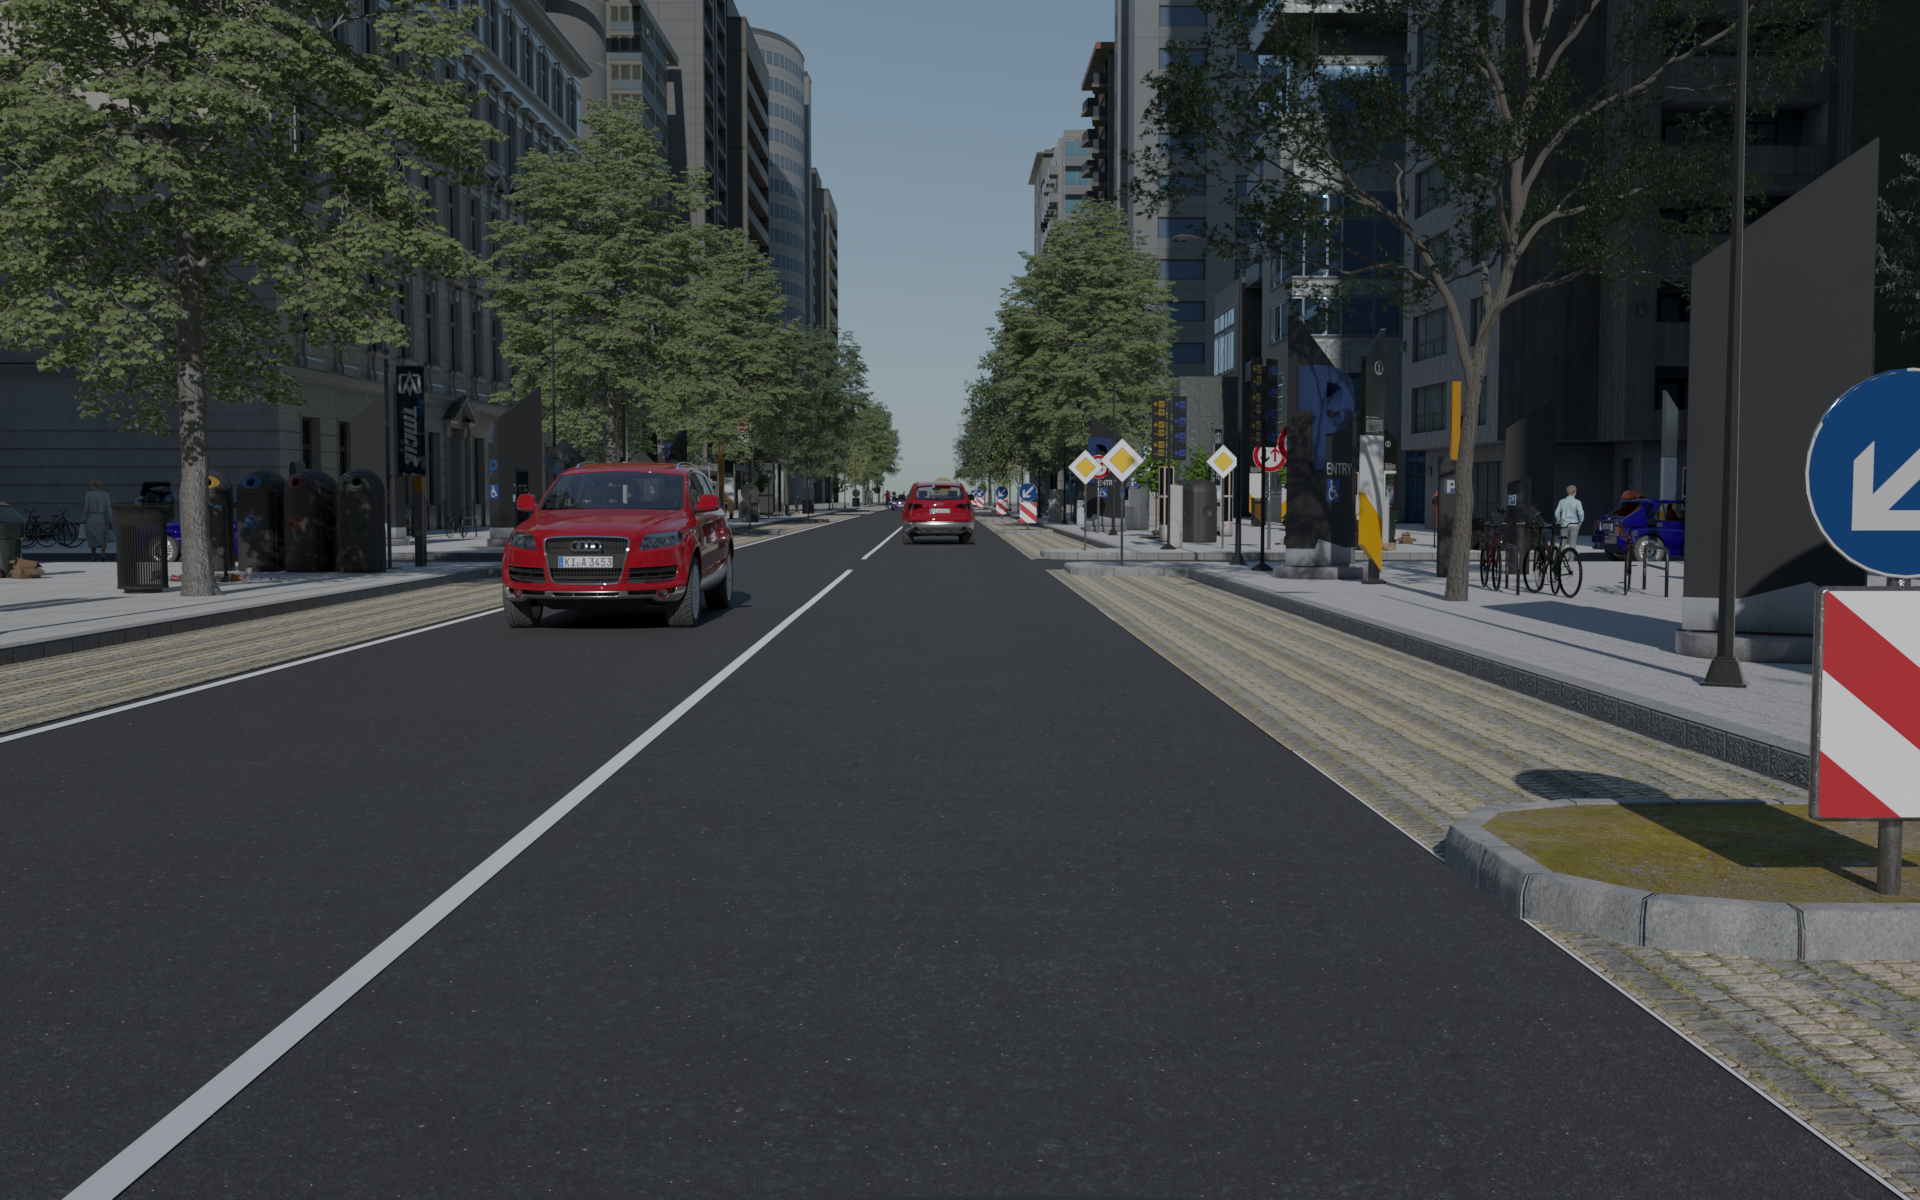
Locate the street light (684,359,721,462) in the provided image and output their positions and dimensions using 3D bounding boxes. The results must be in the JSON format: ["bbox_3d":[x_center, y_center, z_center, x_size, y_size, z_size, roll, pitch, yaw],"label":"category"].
[{"bbox_3d":[-8.932,-5.332,59.712,1.470,5.913,1.316,0,4,-1],"label":"street light"}]

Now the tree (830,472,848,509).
[{"bbox_3d":[-10.752,-9.483,149.649,1.663,3.219,1.824,0,3,0],"label":"tree"}]

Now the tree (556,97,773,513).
[{"bbox_3d":[-10.059,-8.047,49.694,7.486,12.596,7.792,0,3,0],"label":"tree"}]

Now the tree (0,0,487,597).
[{"bbox_3d":[-9.460,-6.296,21.069,7.486,12.596,7.792,0,3,0],"label":"tree"}]

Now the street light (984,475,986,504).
[{"bbox_3d":[2.889,-12.093,170.268,1.470,5.913,1.316,0,4,-1],"label":"street light"}]

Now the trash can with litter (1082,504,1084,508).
[{"bbox_3d":[5.010,-3.161,63.068,1.055,1.170,0.624,-1,4,-13],"label":"trash can with litter"}]

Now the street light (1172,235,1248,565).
[{"bbox_3d":[4.495,-3.588,31.203,1.470,5.913,1.316,0,4,-1],"label":"street light"}]

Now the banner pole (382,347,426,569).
[{"bbox_3d":[-9.580,-2.428,29.721,0.863,3.779,0.401,-1,4,-10],"label":"banner pole"}]

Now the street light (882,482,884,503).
[{"bbox_3d":[-10.520,-15.037,218.391,1.470,5.913,1.316,0,4,-1],"label":"street light"}]

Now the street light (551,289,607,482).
[{"bbox_3d":[-8.694,-4.088,39.381,1.470,5.913,1.316,0,4,-1],"label":"street light"}]

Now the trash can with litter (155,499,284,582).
[{"bbox_3d":[-11.384,-0.901,25.782,2.233,1.210,1.678,1,4,19],"label":"trash can with litter"}]

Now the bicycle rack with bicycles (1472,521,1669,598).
[{"bbox_3d":[7.953,-0.553,22.425,2.852,0.926,2.925,1,4,14],"label":"bicycle rack with bicycles"}]

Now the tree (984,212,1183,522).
[{"bbox_3d":[5.468,-10.593,79.852,9.857,13.997,8.962,0,3,0],"label":"tree"}]

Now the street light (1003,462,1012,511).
[{"bbox_3d":[3.545,-8.618,113.445,1.470,5.913,1.316,0,4,-1],"label":"street light"}]

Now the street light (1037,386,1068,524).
[{"bbox_3d":[3.894,-6.163,73.304,1.470,5.913,1.316,0,4,-1],"label":"street light"}]

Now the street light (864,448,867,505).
[{"bbox_3d":[-10.059,-12.443,175.979,1.470,5.913,1.316,0,4,-1],"label":"street light"}]

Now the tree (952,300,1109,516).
[{"bbox_3d":[4.677,-11.279,101.419,9.611,12.733,9.660,0,3,0],"label":"tree"}]

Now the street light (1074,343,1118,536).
[{"bbox_3d":[4.213,-4.955,53.548,1.470,5.913,1.316,0,4,-1],"label":"street light"}]

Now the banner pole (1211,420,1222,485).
[{"bbox_3d":[8.669,-4.205,58.773,0.401,3.779,0.863,-1,4,-21],"label":"banner pole"}]

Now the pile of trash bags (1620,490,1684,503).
[{"bbox_3d":[16.784,-1.935,41.397,3.447,1.369,1.912,-3,5,-42],"label":"pile of trash bags"}]

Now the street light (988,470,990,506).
[{"bbox_3d":[3.238,-10.885,150.513,1.470,5.913,1.316,0,4,-1],"label":"street light"}]

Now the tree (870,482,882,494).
[{"bbox_3d":[-11.960,-15.655,250.552,1.663,3.219,1.824,0,3,0],"label":"tree"}]

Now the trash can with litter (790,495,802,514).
[{"bbox_3d":[-10.528,-6.242,113.113,1.678,1.210,2.233,0,3,0],"label":"trash can with litter"}]

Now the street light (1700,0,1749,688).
[{"bbox_3d":[4.591,-2.379,11.445,1.470,5.913,1.316,0,4,-1],"label":"street light"}]

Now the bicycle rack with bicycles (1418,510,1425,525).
[{"bbox_3d":[21.023,-3.632,72.763,2.925,0.926,2.852,2,4,31],"label":"bicycle rack with bicycles"}]

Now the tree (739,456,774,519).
[{"bbox_3d":[-10.450,-5.770,88.936,1.663,3.219,1.824,0,3,0],"label":"tree"}]

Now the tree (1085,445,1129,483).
[{"bbox_3d":[7.462,-6.452,89.211,4.285,4.588,4.351,0,3,0],"label":"tree"}]

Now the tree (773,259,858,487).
[{"bbox_3d":[-9.830,-9.490,73.292,7.486,12.596,7.792,0,3,0],"label":"tree"}]

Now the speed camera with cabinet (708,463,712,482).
[{"bbox_3d":[-16.220,-7.025,109.193,0.660,3.252,2.038,-2,4,-28],"label":"speed camera with cabinet"}]

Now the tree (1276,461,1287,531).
[{"bbox_3d":[11.773,-4.019,60.312,1.663,3.219,1.824,0,3,0],"label":"tree"}]

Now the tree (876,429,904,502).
[{"bbox_3d":[-12.528,-20.925,267.874,9.928,11.665,9.643,0,3,0],"label":"tree"}]

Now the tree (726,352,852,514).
[{"bbox_3d":[-10.913,-10.717,109.637,8.767,10.594,7.601,0,4,2],"label":"tree"}]

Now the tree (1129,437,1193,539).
[{"bbox_3d":[5.560,-3.399,50.173,1.663,3.219,1.824,0,3,0],"label":"tree"}]

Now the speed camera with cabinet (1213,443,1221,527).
[{"bbox_3d":[9.949,-4.423,66.645,0.660,3.252,2.038,1,4,12],"label":"speed camera with cabinet"}]

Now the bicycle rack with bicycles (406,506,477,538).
[{"bbox_3d":[-15.427,-2.282,50.699,2.852,0.926,2.925,0,4,-2],"label":"bicycle rack with bicycles"}]

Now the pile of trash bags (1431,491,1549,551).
[{"bbox_3d":[12.132,-1.874,40.386,1.912,1.369,3.447,-1,4,-21],"label":"pile of trash bags"}]

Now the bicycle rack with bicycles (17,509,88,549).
[{"bbox_3d":[-22.050,-1.701,41.186,2.852,0.926,2.925,3,5,41],"label":"bicycle rack with bicycles"}]

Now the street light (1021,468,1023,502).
[{"bbox_3d":[3.730,-7.371,93.061,1.470,5.913,1.316,0,4,-1],"label":"street light"}]

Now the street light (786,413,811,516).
[{"bbox_3d":[-9.307,-7.757,99.363,1.470,5.913,1.316,0,4,-1],"label":"street light"}]

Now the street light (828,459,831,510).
[{"bbox_3d":[-9.472,-8.774,115.989,1.470,5.913,1.316,0,4,-1],"label":"street light"}]

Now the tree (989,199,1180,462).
[{"bbox_3d":[4.842,-9.129,67.388,7.486,12.596,7.792,0,3,0],"label":"tree"}]

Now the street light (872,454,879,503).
[{"bbox_3d":[-10.325,-13.828,198.635,1.470,5.913,1.316,0,4,-1],"label":"street light"}]

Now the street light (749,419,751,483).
[{"bbox_3d":[-9.139,-6.548,79.606,1.470,5.913,1.316,0,4,-1],"label":"street light"}]

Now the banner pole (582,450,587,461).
[{"bbox_3d":[-15.839,-5.082,73.103,0.401,3.779,0.863,0,4,6],"label":"banner pole"}]

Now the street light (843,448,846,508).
[{"bbox_3d":[-9.728,-10.004,136.101,1.470,5.913,1.316,0,4,-1],"label":"street light"}]

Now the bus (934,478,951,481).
[{"bbox_3d":[-2.571,-16.354,258.933,2.896,3.916,12.252,0,4,0],"label":"bus"}]

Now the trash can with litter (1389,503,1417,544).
[{"bbox_3d":[11.184,-2.032,44.605,1.055,1.170,0.624,0,4,-6],"label":"trash can with litter"}]

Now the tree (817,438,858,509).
[{"bbox_3d":[-10.648,-11.916,145.187,4.360,8.622,3.978,0,3,0],"label":"tree"}]

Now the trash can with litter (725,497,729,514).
[{"bbox_3d":[-11.027,-4.101,78.442,1.055,1.170,0.624,-2,4,-28],"label":"trash can with litter"}]

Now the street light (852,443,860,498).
[{"bbox_3d":[-9.827,-11.212,155.859,1.470,5.913,1.316,0,4,-1],"label":"street light"}]

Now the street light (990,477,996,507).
[{"bbox_3d":[3.238,-9.665,130.566,1.470,5.913,1.316,0,4,-1],"label":"street light"}]

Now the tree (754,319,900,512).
[{"bbox_3d":[-11.068,-13.450,126.559,9.857,13.997,8.962,0,3,0],"label":"tree"}]

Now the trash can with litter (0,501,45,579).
[{"bbox_3d":[-14.412,-0.923,26.473,1.055,1.170,0.624,2,4,27],"label":"trash can with litter"}]

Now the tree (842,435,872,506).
[{"bbox_3d":[-11.730,-14.625,189.483,4.737,8.622,4.395,0,3,0],"label":"tree"}]

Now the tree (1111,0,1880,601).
[{"bbox_3d":[5.895,-5.245,20.169,8.767,10.594,7.601,1,4,8],"label":"tree"}]

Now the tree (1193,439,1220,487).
[{"bbox_3d":[8.508,-4.070,61.152,1.663,3.219,1.824,0,3,0],"label":"tree"}]
